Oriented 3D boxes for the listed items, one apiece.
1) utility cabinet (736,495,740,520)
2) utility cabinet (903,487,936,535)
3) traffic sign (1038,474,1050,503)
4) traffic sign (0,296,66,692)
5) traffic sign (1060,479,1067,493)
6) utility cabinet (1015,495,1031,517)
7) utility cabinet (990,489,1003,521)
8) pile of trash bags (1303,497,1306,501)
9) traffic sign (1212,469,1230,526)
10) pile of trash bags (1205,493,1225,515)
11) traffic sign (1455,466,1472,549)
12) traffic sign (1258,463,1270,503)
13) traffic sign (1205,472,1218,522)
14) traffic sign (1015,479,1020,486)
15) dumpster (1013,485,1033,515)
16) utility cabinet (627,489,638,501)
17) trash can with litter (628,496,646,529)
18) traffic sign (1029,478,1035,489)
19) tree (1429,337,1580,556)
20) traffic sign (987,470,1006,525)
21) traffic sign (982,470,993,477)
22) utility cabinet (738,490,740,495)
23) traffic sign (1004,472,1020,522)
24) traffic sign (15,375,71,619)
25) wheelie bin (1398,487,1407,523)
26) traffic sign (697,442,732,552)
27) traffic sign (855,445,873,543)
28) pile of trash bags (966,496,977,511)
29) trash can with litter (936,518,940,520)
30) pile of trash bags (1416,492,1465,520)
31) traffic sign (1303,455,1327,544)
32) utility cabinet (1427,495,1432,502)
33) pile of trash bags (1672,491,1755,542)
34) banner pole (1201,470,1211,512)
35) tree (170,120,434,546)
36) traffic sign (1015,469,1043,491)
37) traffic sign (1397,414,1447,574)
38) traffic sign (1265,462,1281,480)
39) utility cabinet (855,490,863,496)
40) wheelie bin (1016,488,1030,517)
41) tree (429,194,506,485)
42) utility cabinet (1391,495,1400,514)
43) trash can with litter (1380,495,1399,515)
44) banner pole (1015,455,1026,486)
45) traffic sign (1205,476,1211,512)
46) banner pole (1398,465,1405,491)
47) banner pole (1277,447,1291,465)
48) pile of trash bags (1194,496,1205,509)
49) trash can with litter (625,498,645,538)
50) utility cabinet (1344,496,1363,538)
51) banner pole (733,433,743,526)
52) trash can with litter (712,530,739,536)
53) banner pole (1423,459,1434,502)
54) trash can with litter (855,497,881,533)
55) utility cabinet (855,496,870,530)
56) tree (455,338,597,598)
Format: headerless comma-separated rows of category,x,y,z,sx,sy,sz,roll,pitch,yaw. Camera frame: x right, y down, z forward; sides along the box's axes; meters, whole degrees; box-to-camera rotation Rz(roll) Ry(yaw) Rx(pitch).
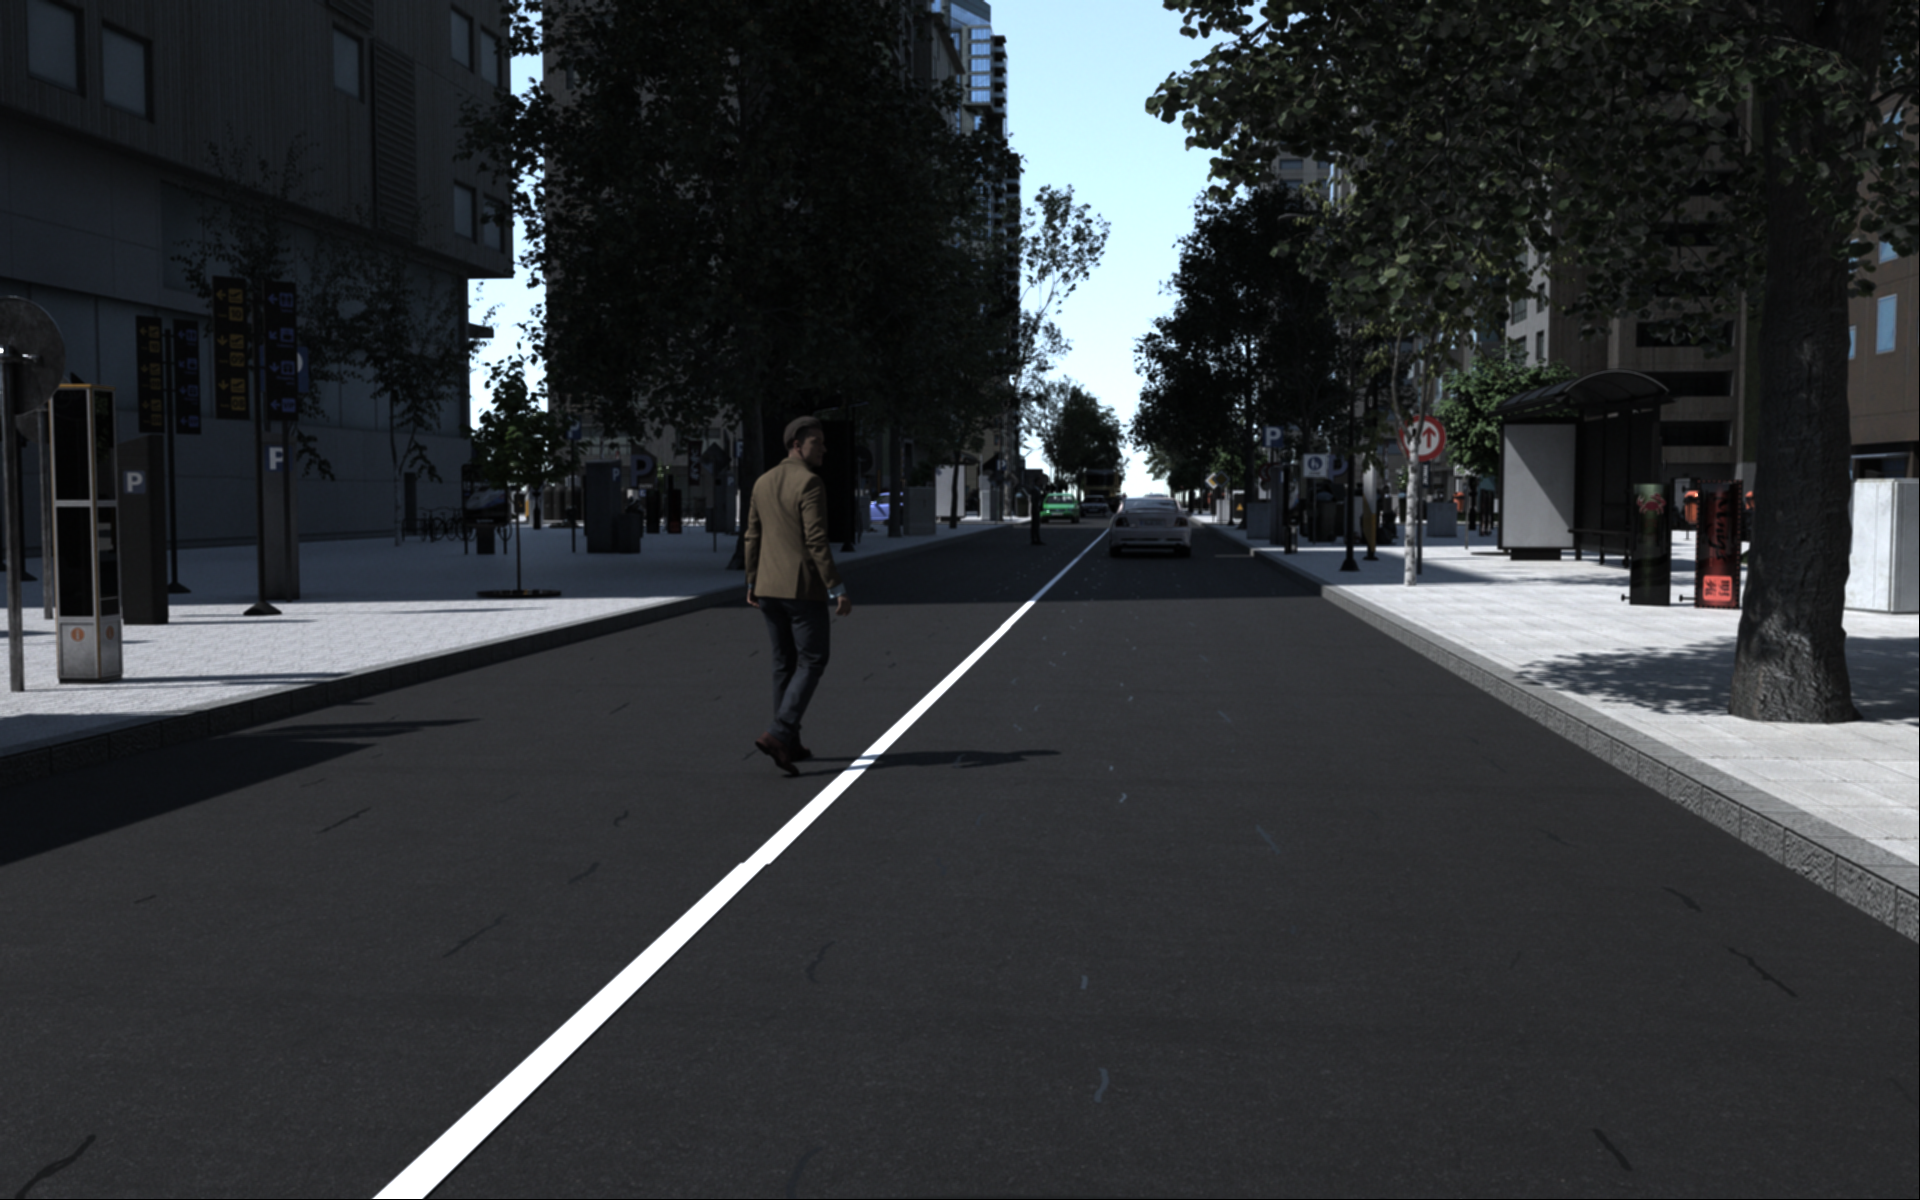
utility cabinet,-10.838,-4.640,87.021,0.306,1.237,1.020,-3,5,-40
utility cabinet,-1.248,-2.751,53.658,0.318,1.500,1.173,3,5,44
traffic sign,5.174,-6.567,107.475,0.768,2.556,0.104,1,4,13
traffic sign,-6.132,-0.678,11.190,0.768,2.556,0.104,0,4,8
traffic sign,8.550,-8.852,144.834,0.768,2.556,0.104,1,4,14
utility cabinet,3.659,-5.338,98.444,1.020,1.237,0.306,1,4,21
utility cabinet,1.764,-4.560,83.243,0.318,1.500,1.173,1,4,18
pile of trash bags,28.928,-8.482,148.436,3.447,1.369,1.912,1,4,21
traffic sign,10.637,-4.092,70.547,0.795,2.450,0.064,0,4,6
pile of trash bags,16.123,-5.824,104.969,1.912,1.369,3.447,0,4,2
traffic sign,11.777,-2.329,40.206,0.606,2.300,0.079,1,4,12
traffic sign,12.540,-4.314,70.632,0.768,2.556,0.104,0,4,7
traffic sign,11.488,-4.578,78.487,0.795,2.450,0.064,0,4,6
traffic sign,4.609,-8.499,139.062,0.768,2.556,0.104,1,4,14
dumpster,3.972,-6.250,107.945,1.264,1.857,1.865,0,4,6
utility cabinet,-29.153,-8.860,153.544,1.173,1.500,0.318,0,4,1
trash can with litter,-12.136,-3.257,64.302,1.678,1.210,2.233,-1,4,-15
traffic sign,4.648,-6.570,109.549,0.606,2.300,0.079,0,4,8
tree,11.499,-3.229,36.510,4.285,4.588,4.351,0,3,0
traffic sign,1.497,-4.153,71.544,0.795,2.450,0.064,0,4,6
traffic sign,1.464,-5.522,90.392,0.768,2.556,0.104,0,4,8
utility cabinet,-11.373,-5.089,91.877,0.318,1.500,1.173,-2,4,-32
traffic sign,2.348,-4.639,79.483,0.795,2.450,0.064,0,4,6
traffic sign,-9.344,-1.075,17.681,0.768,2.556,0.104,0,4,8
wheelie bin,19.843,-4.228,77.031,0.693,1.594,0.980,2,4,23
traffic sign,-5.423,-2.269,38.278,0.795,2.450,0.064,0,4,8
traffic sign,-2.635,-2.748,45.034,0.768,2.556,0.104,1,4,10
pile of trash bags,1.397,-7.604,134.074,1.912,1.369,3.447,3,5,44
trash can with litter,-1.099,-4.663,87.294,1.678,1.210,2.233,-2,4,-34
pile of trash bags,23.304,-4.508,83.460,1.912,1.369,3.447,-1,4,-15
traffic sign,9.013,-2.563,44.027,0.606,2.300,0.079,1,4,12
utility cabinet,26.656,-5.324,98.203,0.306,1.237,1.020,1,4,19
pile of trash bags,21.187,-2.296,47.298,1.912,1.369,3.447,-2,4,-25
banner pole,17.665,-8.238,124.700,0.863,3.779,0.401,0,4,2
tree,-13.731,-5.181,35.068,4.360,8.622,3.978,0,3,0
traffic sign,5.554,-8.914,139.621,2.265,3.308,0.079,0,4,7
traffic sign,7.335,-1.681,27.592,0.768,2.556,0.104,1,4,11
traffic sign,12.644,-4.249,69.581,0.768,2.556,0.104,1,4,12
utility cabinet,-5.482,-4.797,87.112,1.173,1.500,0.318,-1,4,-12
wheelie bin,3.450,-5.348,95.345,0.693,1.594,0.980,1,4,14
tree,-13.543,-5.620,42.245,4.360,8.622,3.978,0,3,0
utility cabinet,27.318,-5.896,107.561,1.020,1.237,0.306,0,4,7
trash can with litter,26.200,-5.712,104.442,2.233,1.210,1.678,0,3,0
banner pole,3.869,-7.349,110.180,0.863,3.779,0.401,-3,4,-38
traffic sign,17.424,-7.372,120.637,0.768,2.556,0.104,1,4,12
banner pole,38.400,-9.817,150.529,0.401,3.779,0.863,-2,4,-32
banner pole,15.357,-5.662,82.584,0.863,3.779,0.401,2,4,23
pile of trash bags,20.573,-8.224,144.208,1.912,1.369,3.447,0,4,-4
trash can with litter,-9.727,-2.394,50.536,1.055,1.170,0.624,0,4,-4
utility cabinet,10.354,-2.083,45.226,0.306,1.237,1.020,3,4,36
banner pole,-8.841,-4.856,69.407,0.863,3.779,0.401,2,4,32
trash can with litter,-6.775,-2.629,54.037,2.233,1.210,1.678,3,5,40
banner pole,24.129,-6.066,89.199,0.863,3.779,0.401,2,4,29
trash can with litter,-3.290,-2.901,58.481,1.678,1.210,2.233,2,4,32
utility cabinet,-3.719,-3.096,61.786,1.020,1.237,0.306,0,4,5
tree,-5.521,-1.650,21.587,1.663,3.219,1.824,0,3,0
